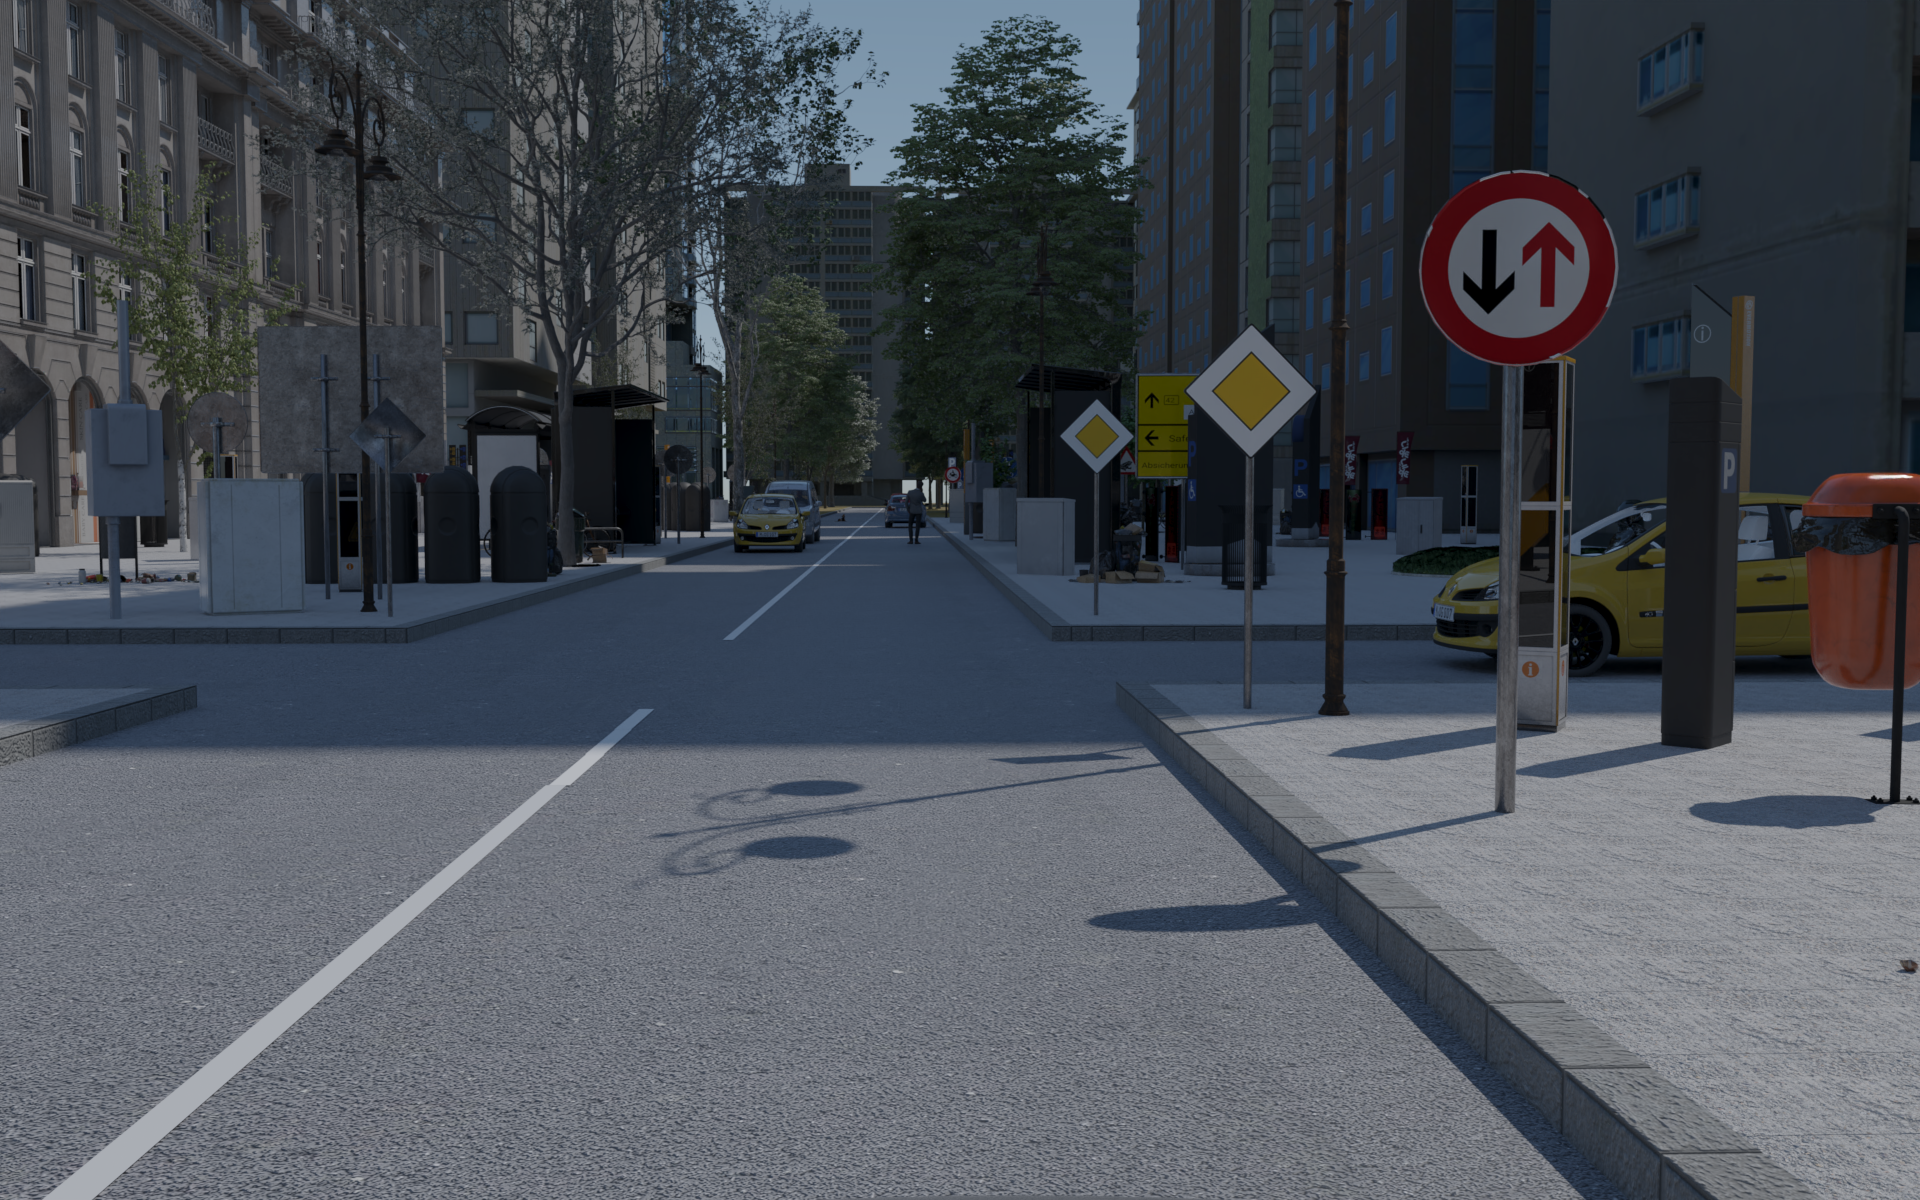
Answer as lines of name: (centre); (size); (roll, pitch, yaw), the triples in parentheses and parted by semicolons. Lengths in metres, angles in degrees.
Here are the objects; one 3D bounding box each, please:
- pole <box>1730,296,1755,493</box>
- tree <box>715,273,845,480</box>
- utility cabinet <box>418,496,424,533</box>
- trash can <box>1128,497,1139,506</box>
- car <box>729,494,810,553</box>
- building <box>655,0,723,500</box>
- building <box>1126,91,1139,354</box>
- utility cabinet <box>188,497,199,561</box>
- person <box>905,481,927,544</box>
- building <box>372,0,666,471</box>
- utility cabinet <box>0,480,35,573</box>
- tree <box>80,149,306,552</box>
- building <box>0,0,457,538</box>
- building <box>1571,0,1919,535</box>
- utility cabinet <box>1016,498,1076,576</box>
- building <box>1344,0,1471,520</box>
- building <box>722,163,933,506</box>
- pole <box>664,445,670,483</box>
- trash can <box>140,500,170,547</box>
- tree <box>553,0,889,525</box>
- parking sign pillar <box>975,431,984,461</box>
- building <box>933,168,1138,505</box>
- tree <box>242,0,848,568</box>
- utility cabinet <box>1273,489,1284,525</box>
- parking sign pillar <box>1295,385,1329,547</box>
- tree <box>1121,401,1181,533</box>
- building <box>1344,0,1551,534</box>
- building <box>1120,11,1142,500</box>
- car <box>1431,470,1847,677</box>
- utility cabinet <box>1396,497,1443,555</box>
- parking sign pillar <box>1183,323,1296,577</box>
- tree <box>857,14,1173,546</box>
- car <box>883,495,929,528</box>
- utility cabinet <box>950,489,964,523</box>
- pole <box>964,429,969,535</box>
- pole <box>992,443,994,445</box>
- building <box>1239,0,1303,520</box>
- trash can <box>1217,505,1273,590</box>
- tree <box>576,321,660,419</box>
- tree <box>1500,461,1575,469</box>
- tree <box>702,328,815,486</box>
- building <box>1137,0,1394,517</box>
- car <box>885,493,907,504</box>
pole: (8.076, -1.474, 17.950); (0.158, 3.312, 0.155); (0, 3, 0)
tree: (-8.556, -10.465, 89.230); (7.486, 12.596, 7.792); (0, 3, 0)
utility cabinet: (-17.926, -2.794, 56.848); (1.020, 1.237, 0.306); (2, 4, 34)
trash can: (9.305, -4.994, 93.306); (0.748, 1.137, 0.748); (0, 3, 0)
car: (-4.775, -2.048, 43.705); (2.015, 1.641, 3.980); (0, 4, -3)
building: (-43.350, -54.142, 197.894); (31.000, 86.520, 22.319); (0, 4, -2)
building: (35.197, -37.714, 205.854); (27.495, 52.752, 28.713); (0, 4, -2)
utility cabinet: (-14.757, -1.380, 33.721); (0.306, 1.237, 1.020); (-2, 4, -33)
person: (-1.277, -2.507, 49.673); (0.592, 1.802, 0.473); (1, 4, 20)
building: (-38.602, -33.644, 139.321); (27.495, 52.752, 28.713); (0, 4, -2)
utility cabinet: (-15.462, -1.162, 27.670); (1.173, 1.500, 0.318); (-2, 4, -29)
tree: (-16.922, -5.363, 38.044); (4.737, 8.622, 4.395); (0, 3, 0)
building: (-28.727, -13.735, 66.359); (13.314, 21.916, 24.055); (0, 4, -2)
building: (26.033, -25.492, 40.500); (21.600, 48.544, 21.300); (0, 4, -2)
utility cabinet: (1.368, -1.005, 27.599); (0.306, 1.237, 1.020); (-3, 5, -45)
building: (20.738, -27.730, 103.502); (14.600, 45.320, 14.200); (0, 4, -2)
building: (-15.773, -31.461, 206.262); (23.993, 40.220, 32.217); (0, 4, -2)
pole: (-12.121, -4.765, 71.746); (0.158, 3.312, 0.155); (0, 3, 0)
trash can: (-19.500, -1.848, 41.876); (0.748, 1.137, 0.748); (0, 3, 0)
tree: (-9.314, -12.593, 61.781); (12.611, 20.169, 13.585); (0, 3, 0)
parking sign pillar: (0.981, -5.309, 75.278); (1.447, 3.967, 1.447); (-1, 4, -10)
building: (8.423, -31.550, 207.726); (23.993, 40.220, 32.217); (0, 4, -2)
tree: (-6.848, -7.320, 30.048); (12.009, 13.543, 11.850); (0, 3, 0)
utility cabinet: (12.711, -3.817, 71.083); (1.173, 1.500, 0.318); (3, 5, 41)
parking sign pillar: (8.448, -3.289, 42.254); (1.447, 3.967, 1.447); (1, 4, 23)
tree: (6.123, -4.519, 57.597); (4.285, 4.588, 4.351); (0, 3, 0)
building: (20.684, -25.154, 61.372); (14.600, 45.320, 14.200); (0, 4, -2)
building: (22.653, -50.546, 139.097); (22.319, 86.520, 31.000); (0, 4, -2)
car: (5.957, -0.252, 14.339); (3.980, 1.641, 2.015); (0, 4, -2)
utility cabinet: (9.615, -1.537, 36.297); (0.306, 1.237, 1.020); (-2, 4, -33)
parking sign pillar: (4.288, -2.385, 27.460); (1.447, 3.967, 1.447); (-1, 4, -14)
tree: (1.156, -7.572, 41.926); (7.486, 12.596, 7.792); (0, 3, 0)
car: (-2.331, -3.841, 74.806); (2.014, 1.417, 4.499); (0, 4, 0)
utility cabinet: (0.105, -4.158, 76.657); (1.173, 1.500, 0.318); (3, 4, 36)
pole: (0.207, -3.709, 54.493); (0.158, 3.312, 0.155); (0, 3, 0)
pole: (1.191, -4.360, 65.135); (0.158, 3.312, 0.155); (0, 3, 0)
building: (20.636, -24.466, 83.610); (14.154, 41.232, 14.086); (0, 4, -2)
trash can: (3.831, -0.713, 23.315); (0.748, 1.137, 0.748); (0, 3, 0)
tree: (-14.883, -7.569, 74.123); (4.360, 8.622, 3.978); (0, 3, 0)
tree: (13.535, -2.854, 41.260); (1.663, 3.219, 1.824); (0, 3, 0)
tree: (-9.284, -7.685, 76.016); (4.360, 8.622, 3.978); (0, 3, 0)
building: (19.957, -28.598, 117.690); (14.600, 45.320, 14.200); (0, 4, -2)
car: (-3.454, -5.792, 103.744); (2.155, 1.783, 4.494); (0, 4, -1)
